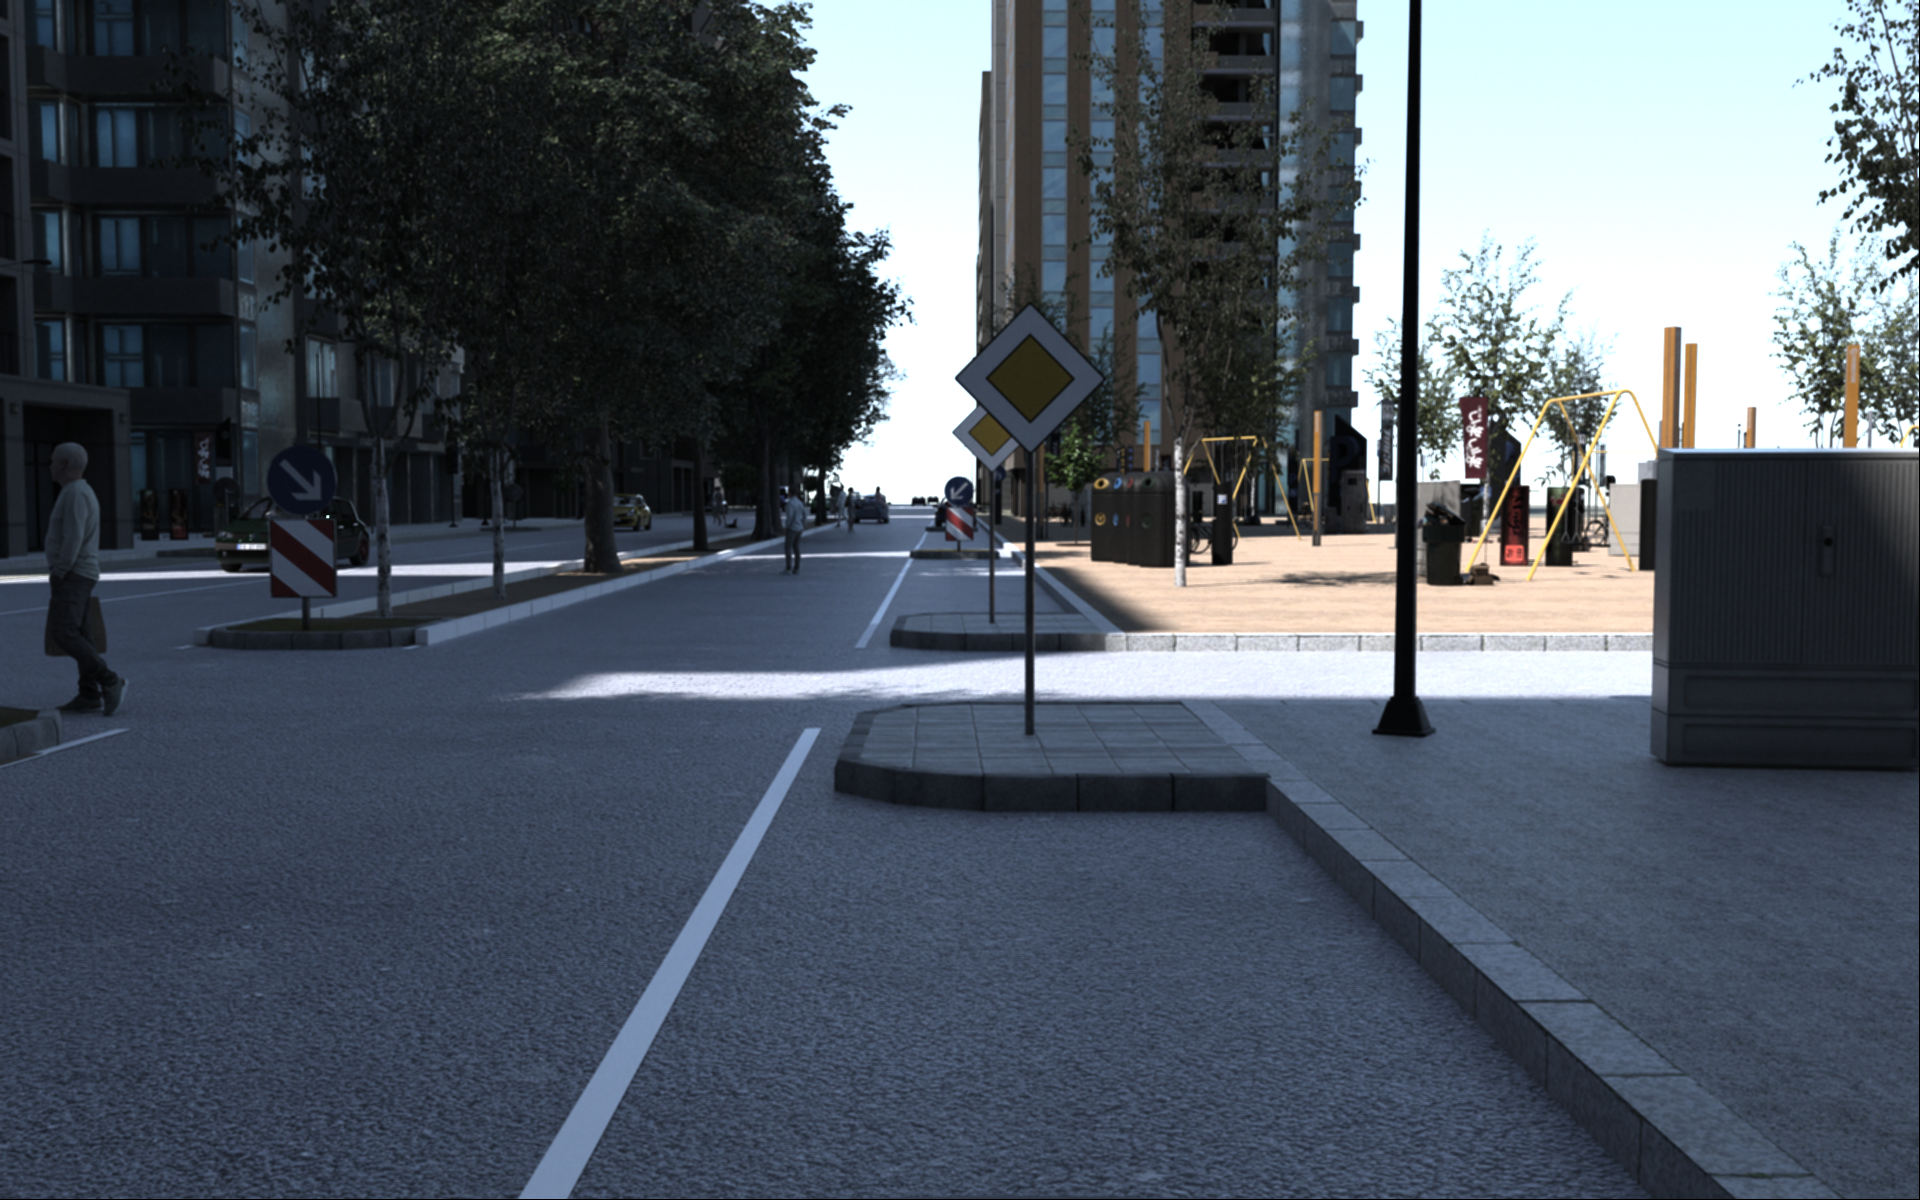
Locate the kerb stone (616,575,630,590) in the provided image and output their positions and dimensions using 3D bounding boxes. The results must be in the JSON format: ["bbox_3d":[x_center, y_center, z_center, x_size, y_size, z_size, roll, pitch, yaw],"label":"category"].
[{"bbox_3d":[-5.166,-0.240,26.125,0.120,0.150,1.000,0,4,0],"label":"kerb stone"}]

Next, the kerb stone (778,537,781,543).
[{"bbox_3d":[-5.320,-1.676,49.677,0.120,0.150,1.000,0,4,0],"label":"kerb stone"}]

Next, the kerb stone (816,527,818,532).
[{"bbox_3d":[-5.429,-2.558,64.022,0.120,0.150,1.000,0,4,0],"label":"kerb stone"}]

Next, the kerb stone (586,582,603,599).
[{"bbox_3d":[-5.153,-0.115,24.071,0.120,0.150,1.000,0,4,0],"label":"kerb stone"}]

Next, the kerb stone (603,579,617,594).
[{"bbox_3d":[-5.158,-0.173,25.094,0.120,0.150,1.000,0,4,0],"label":"kerb stone"}]

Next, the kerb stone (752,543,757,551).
[{"bbox_3d":[-5.284,-1.302,43.527,0.120,0.150,1.000,0,4,0],"label":"kerb stone"}]

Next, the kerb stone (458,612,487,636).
[{"bbox_3d":[-5.109,0.262,17.910,0.120,0.150,1.000,0,4,0],"label":"kerb stone"}]

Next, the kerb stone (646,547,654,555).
[{"bbox_3d":[-7.364,-1.109,40.465,0.120,0.150,1.000,0,4,0],"label":"kerb stone"}]

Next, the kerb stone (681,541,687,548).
[{"bbox_3d":[-7.390,-1.430,45.596,0.120,0.150,1.000,0,4,0],"label":"kerb stone"}]

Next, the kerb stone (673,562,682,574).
[{"bbox_3d":[-5.199,-0.551,31.242,0.120,0.150,1.000,0,4,0],"label":"kerb stone"}]

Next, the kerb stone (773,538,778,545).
[{"bbox_3d":[-5.304,-1.618,48.654,0.120,0.150,1.000,0,4,0],"label":"kerb stone"}]

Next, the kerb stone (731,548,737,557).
[{"bbox_3d":[-5.259,-1.054,39.427,0.120,0.150,1.000,0,4,0],"label":"kerb stone"}]

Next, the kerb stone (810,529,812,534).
[{"bbox_3d":[-5.394,-2.370,60.944,0.120,0.150,1.000,0,4,0],"label":"kerb stone"}]

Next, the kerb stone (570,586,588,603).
[{"bbox_3d":[-5.148,-0.049,23.049,0.120,0.150,1.000,0,4,0],"label":"kerb stone"}]

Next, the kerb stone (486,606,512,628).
[{"bbox_3d":[-5.117,0.199,18.936,0.120,0.150,1.000,0,4,0],"label":"kerb stone"}]

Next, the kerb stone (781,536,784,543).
[{"bbox_3d":[-5.331,-1.742,50.706,0.120,0.150,1.000,0,4,0],"label":"kerb stone"}]

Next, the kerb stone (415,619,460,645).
[{"bbox_3d":[-5.100,0.325,16.888,0.120,0.150,1.000,0,4,0],"label":"kerb stone"}]

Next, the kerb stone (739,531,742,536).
[{"bbox_3d":[-7.480,-2.183,57.888,0.120,0.150,1.000,0,4,0],"label":"kerb stone"}]

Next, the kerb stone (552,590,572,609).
[{"bbox_3d":[-5.135,0.012,22.027,0.120,0.150,1.000,0,4,0],"label":"kerb stone"}]

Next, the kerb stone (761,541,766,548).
[{"bbox_3d":[-5.294,-1.430,45.575,0.120,0.150,1.000,0,4,0],"label":"kerb stone"}]

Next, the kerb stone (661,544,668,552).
[{"bbox_3d":[-7.371,-1.243,42.521,0.120,0.150,1.000,0,4,0],"label":"kerb stone"}]

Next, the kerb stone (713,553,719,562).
[{"bbox_3d":[-5.236,-0.860,36.357,0.120,0.150,1.000,0,4,0],"label":"kerb stone"}]

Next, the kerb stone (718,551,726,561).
[{"bbox_3d":[-5.241,-0.924,37.383,0.120,0.150,1.000,0,4,0],"label":"kerb stone"}]

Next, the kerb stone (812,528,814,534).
[{"bbox_3d":[-5.404,-2.433,61.967,0.120,0.150,1.000,0,4,0],"label":"kerb stone"}]

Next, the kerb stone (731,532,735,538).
[{"bbox_3d":[-7.460,-2.058,55.844,0.120,0.150,1.000,0,4,0],"label":"kerb stone"}]

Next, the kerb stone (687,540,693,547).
[{"bbox_3d":[-7.401,-1.494,46.618,0.120,0.150,1.000,0,4,0],"label":"kerb stone"}]

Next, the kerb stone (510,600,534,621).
[{"bbox_3d":[-5.124,0.136,19.967,0.120,0.150,1.000,0,4,0],"label":"kerb stone"}]

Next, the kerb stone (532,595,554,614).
[{"bbox_3d":[-5.127,0.074,21.003,0.120,0.150,1.000,0,4,0],"label":"kerb stone"}]

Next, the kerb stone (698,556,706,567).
[{"bbox_3d":[-5.218,-0.738,34.308,0.120,0.150,1.000,0,4,0],"label":"kerb stone"}]

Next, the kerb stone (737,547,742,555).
[{"bbox_3d":[-5.265,-1.114,40.449,0.120,0.150,1.000,0,4,0],"label":"kerb stone"}]

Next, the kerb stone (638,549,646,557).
[{"bbox_3d":[-7.354,-1.050,39.437,0.120,0.150,1.000,0,4,0],"label":"kerb stone"}]

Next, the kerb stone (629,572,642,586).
[{"bbox_3d":[-5.173,-0.300,27.148,0.120,0.150,1.000,0,4,0],"label":"kerb stone"}]

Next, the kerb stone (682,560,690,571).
[{"bbox_3d":[-5.216,-0.616,32.264,0.120,0.150,1.000,0,4,0],"label":"kerb stone"}]

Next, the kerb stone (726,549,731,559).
[{"bbox_3d":[-5.251,-0.990,38.405,0.120,0.150,1.000,0,4,0],"label":"kerb stone"}]

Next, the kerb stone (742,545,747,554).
[{"bbox_3d":[-5.269,-1.174,41.471,0.120,0.150,1.000,0,4,0],"label":"kerb stone"}]

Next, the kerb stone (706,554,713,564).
[{"bbox_3d":[-5.224,-0.803,35.330,0.120,0.150,1.000,0,4,0],"label":"kerb stone"}]

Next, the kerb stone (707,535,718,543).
[{"bbox_3d":[-7.438,-1.807,51.736,0.120,0.150,1.000,0,4,0],"label":"kerb stone"}]

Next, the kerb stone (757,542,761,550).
[{"bbox_3d":[-5.293,-1.367,44.549,0.120,0.150,1.000,0,4,0],"label":"kerb stone"}]

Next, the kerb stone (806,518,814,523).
[{"bbox_3d":[-7.679,-4.065,88.657,0.120,0.150,1.000,0,4,0],"label":"kerb stone"}]

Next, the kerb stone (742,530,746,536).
[{"bbox_3d":[-7.485,-2.243,58.924,0.120,0.150,1.000,0,4,0],"label":"kerb stone"}]

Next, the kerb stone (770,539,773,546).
[{"bbox_3d":[-5.313,-1.550,47.632,0.120,0.150,1.000,0,4,0],"label":"kerb stone"}]

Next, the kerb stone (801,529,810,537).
[{"bbox_3d":[-5.391,-2.304,59.917,0.120,0.150,1.000,0,4,0],"label":"kerb stone"}]

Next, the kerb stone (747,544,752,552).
[{"bbox_3d":[-5.274,-1.239,42.505,0.120,0.150,1.000,0,4,0],"label":"kerb stone"}]

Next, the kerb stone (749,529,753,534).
[{"bbox_3d":[-7.501,-2.372,60.974,0.120,0.150,1.000,0,4,0],"label":"kerb stone"}]

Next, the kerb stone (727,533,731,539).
[{"bbox_3d":[-7.459,-1.996,54.822,0.120,0.150,1.000,0,4,0],"label":"kerb stone"}]

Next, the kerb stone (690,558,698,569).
[{"bbox_3d":[-5.213,-0.673,33.286,0.120,0.150,1.000,0,4,0],"label":"kerb stone"}]

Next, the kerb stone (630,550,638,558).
[{"bbox_3d":[-7.353,-0.990,38.414,0.120,0.150,1.000,0,4,0],"label":"kerb stone"}]

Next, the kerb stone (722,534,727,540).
[{"bbox_3d":[-7.449,-1.932,53.791,0.120,0.150,1.000,0,4,0],"label":"kerb stone"}]

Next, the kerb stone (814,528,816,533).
[{"bbox_3d":[-5.417,-2.496,62.997,0.120,0.150,1.000,0,4,0],"label":"kerb stone"}]

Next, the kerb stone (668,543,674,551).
[{"bbox_3d":[-7.386,-1.306,43.543,0.120,0.150,1.000,0,4,0],"label":"kerb stone"}]

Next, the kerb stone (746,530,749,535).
[{"bbox_3d":[-7.494,-2.309,59.952,0.120,0.150,1.000,0,4,0],"label":"kerb stone"}]

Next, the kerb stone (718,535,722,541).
[{"bbox_3d":[-7.441,-1.870,52.769,0.120,0.150,1.000,0,4,0],"label":"kerb stone"}]

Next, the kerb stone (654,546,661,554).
[{"bbox_3d":[-7.368,-1.179,41.492,0.120,0.150,1.000,0,4,0],"label":"kerb stone"}]

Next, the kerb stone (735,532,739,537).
[{"bbox_3d":[-7.474,-2.121,56.866,0.120,0.150,1.000,0,4,0],"label":"kerb stone"}]

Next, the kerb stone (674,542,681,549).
[{"bbox_3d":[-7.394,-1.368,44.569,0.120,0.150,1.000,0,4,0],"label":"kerb stone"}]

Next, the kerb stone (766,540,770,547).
[{"bbox_3d":[-5.300,-1.493,46.608,0.120,0.150,1.000,0,4,0],"label":"kerb stone"}]

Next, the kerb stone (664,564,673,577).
[{"bbox_3d":[-5.189,-0.489,30.217,0.120,0.150,1.000,0,4,0],"label":"kerb stone"}]

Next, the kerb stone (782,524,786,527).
[{"bbox_3d":[-7.597,-3.248,75.336,0.120,0.150,1.000,0,4,0],"label":"kerb stone"}]

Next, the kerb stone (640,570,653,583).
[{"bbox_3d":[-5.180,-0.365,28.170,0.120,0.150,1.000,0,4,0],"label":"kerb stone"}]

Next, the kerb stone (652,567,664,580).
[{"bbox_3d":[-5.178,-0.427,29.195,0.120,0.150,1.000,0,4,0],"label":"kerb stone"}]
